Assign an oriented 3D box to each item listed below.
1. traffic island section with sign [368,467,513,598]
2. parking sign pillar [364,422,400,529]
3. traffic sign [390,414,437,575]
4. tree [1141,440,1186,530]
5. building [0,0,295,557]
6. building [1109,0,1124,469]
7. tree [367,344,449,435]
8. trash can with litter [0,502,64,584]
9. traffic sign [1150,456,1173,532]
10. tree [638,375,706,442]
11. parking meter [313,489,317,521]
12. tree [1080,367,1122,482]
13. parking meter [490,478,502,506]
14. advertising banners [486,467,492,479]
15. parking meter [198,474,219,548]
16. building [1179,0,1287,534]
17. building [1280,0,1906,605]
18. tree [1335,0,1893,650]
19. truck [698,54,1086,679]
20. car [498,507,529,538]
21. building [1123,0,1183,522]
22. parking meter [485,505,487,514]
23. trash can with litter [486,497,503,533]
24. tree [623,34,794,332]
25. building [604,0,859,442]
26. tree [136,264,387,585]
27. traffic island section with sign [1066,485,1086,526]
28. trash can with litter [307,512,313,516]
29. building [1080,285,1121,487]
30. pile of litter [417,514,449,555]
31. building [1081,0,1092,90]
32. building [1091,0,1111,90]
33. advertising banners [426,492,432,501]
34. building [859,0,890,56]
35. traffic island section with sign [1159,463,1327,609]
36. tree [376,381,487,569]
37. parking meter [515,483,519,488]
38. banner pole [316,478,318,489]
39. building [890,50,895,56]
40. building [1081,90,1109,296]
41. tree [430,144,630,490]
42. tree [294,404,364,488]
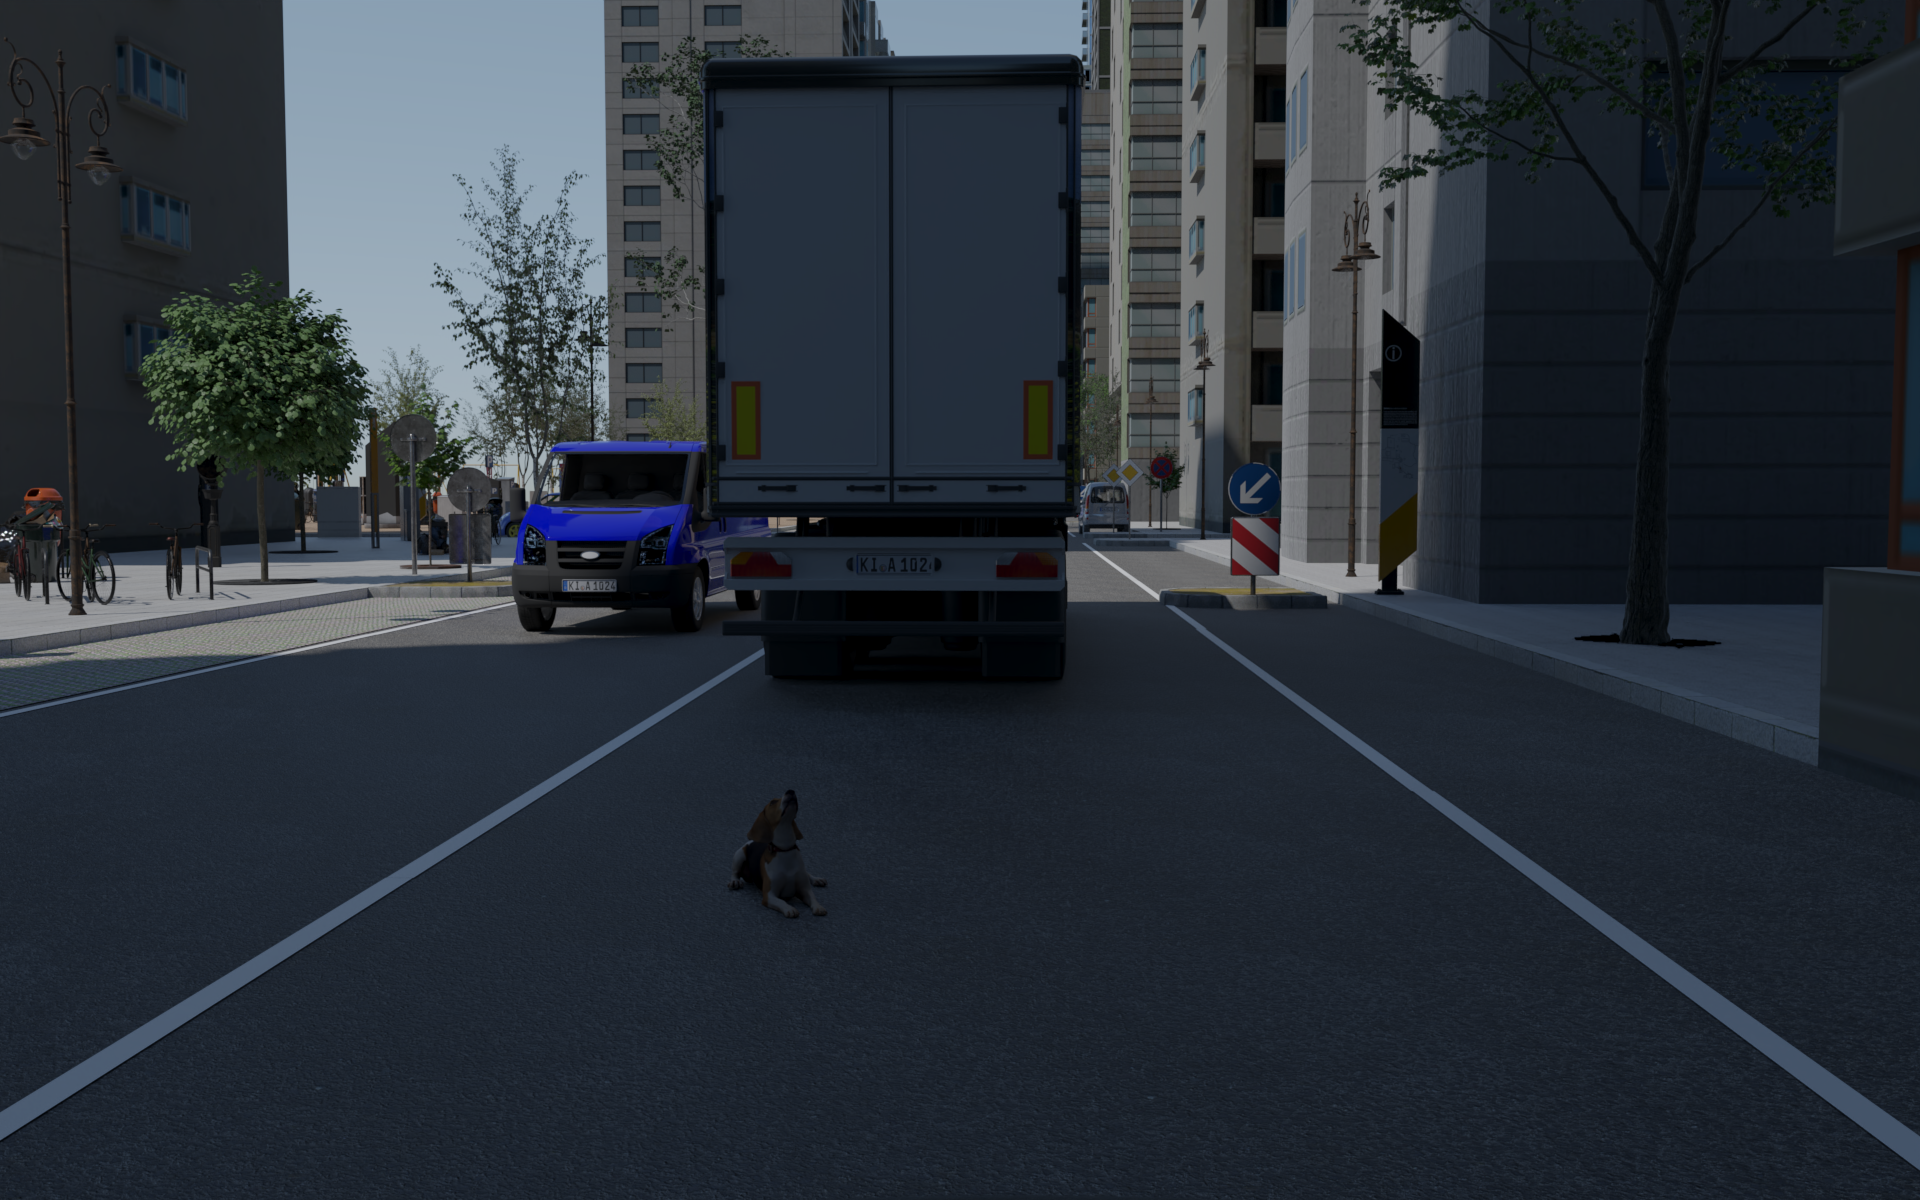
[{"bbox_3d":[-7.119,-0.981,24.674,1.989,1.847,2.006,0,4,2],"label":"traffic island section with sign"},{"bbox_3d":[-21.550,-4.666,64.760,1.447,3.967,1.447,1,4,17],"label":"parking sign pillar"},{"bbox_3d":[-8.690,-1.677,27.525,0.768,2.556,0.104,0,4,5],"label":"traffic sign"},{"bbox_3d":[7.327,-4.149,62.442,1.663,3.219,1.824,0,3,0],"label":"tree"},{"bbox_3d":[-28.888,-25.173,35.276,21.600,48.544,21.300,0,4,2],"label":"building"},{"bbox_3d":[24.267,-32.274,116.918,28.713,52.752,27.495,0,4,2],"label":"building"},{"bbox_3d":[-27.026,-8.182,84.131,4.737,8.622,4.395,0,3,0],"label":"tree"},{"bbox_3d":[-13.533,-0.830,24.950,1.055,1.170,0.624,-3,4,-37],"label":"trash can with litter"},{"bbox_3d":[6.826,-3.584,58.710,0.768,2.556,0.104,0,4,8],"label":"traffic sign"},{"bbox_3d":[-17.943,-9.658,108.273,4.737,8.622,4.395,0,3,0],"label":"tree"},{"bbox_3d":[-30.121,-4.450,81.173,0.372,1.533,0.369,0,3,0],"label":"parking meter"},{"bbox_3d":[8.308,-9.120,99.480,4.360,8.622,3.978,0,3,0],"label":"tree"},{"bbox_3d":[-17.059,-3.547,63.709,0.399,1.863,0.255,0,4,7],"label":"parking meter"},{"bbox_3d":[-28.807,-6.850,108.181,2.074,3.025,0.090,2,4,27],"label":"advertising banners"},{"bbox_3d":[-17.476,-2.114,40.273,0.399,1.863,0.255,-3,4,-37],"label":"parking meter"},{"bbox_3d":[19.371,-26.996,65.080,21.600,48.544,21.300,0,4,2],"label":"building"},{"bbox_3d":[16.985,-29.971,32.033,21.231,58.520,28.212,0,4,2],"label":"building"},{"bbox_3d":[6.015,-5.423,14.427,9.928,11.665,9.643,0,3,0],"label":"tree"},{"bbox_3d":[-0.169,-1.700,16.716,2.839,4.237,11.283,0,4,3],"label":"truck"},{"bbox_3d":[-12.231,-2.646,52.854,3.694,1.707,1.945,0,4,3],"label":"car"},{"bbox_3d":[14.981,-24.575,85.402,14.154,41.232,14.086,0,4,2],"label":"building"},{"bbox_3d":[-27.684,-5.701,101.622,0.372,1.533,0.369,0,3,0],"label":"parking meter"},{"bbox_3d":[-15.488,-2.804,57.227,0.624,1.170,1.055,-2,4,-31],"label":"trash can with litter"},{"bbox_3d":[-7.391,-13.081,69.770,12.611,20.169,13.585,0,3,0],"label":"tree"},{"bbox_3d":[-16.632,-43.049,142.108,20.563,71.187,20.611,0,4,2],"label":"building"},{"bbox_3d":[-10.069,-2.522,24.953,4.285,4.588,4.351,0,3,0],"label":"tree"},{"bbox_3d":[5.484,-4.346,79.686,1.989,1.847,2.006,0,4,2],"label":"traffic island section with sign"},{"bbox_3d":[-37.132,-5.406,99.773,1.055,1.170,0.624,1,4,8],"label":"trash can with litter"},{"bbox_3d":[24.605,-19.107,157.439,27.650,21.520,28.899,0,4,2],"label":"building"},{"bbox_3d":[-10.922,-1.408,36.987,1.176,0.858,1.719,3,5,39],"label":"pile of litter"},{"bbox_3d":[25.379,-57.447,251.933,22.319,86.520,31.000,0,4,2],"label":"building"},{"bbox_3d":[23.167,-46.270,194.764,20.563,71.187,20.611,0,4,2],"label":"building"},{"bbox_3d":[-27.690,-5.713,89.594,0.090,3.025,2.074,0,4,1],"label":"advertising banners"},{"bbox_3d":[-17.452,-33.560,168.309,23.786,49.044,30.456,0,4,2],"label":"building"},{"bbox_3d":[3.639,-0.857,22.643,1.989,1.847,2.006,0,4,2],"label":"traffic island section with sign"},{"bbox_3d":[-9.290,-2.159,29.907,1.663,3.219,1.824,0,3,0],"label":"tree"},{"bbox_3d":[-22.681,-5.060,88.447,0.255,1.863,0.399,1,4,8],"label":"parking meter"},{"bbox_3d":[-46.990,-8.403,127.410,0.863,3.779,0.401,0,4,4],"label":"banner pole"},{"bbox_3d":[-15.491,-34.896,194.254,21.300,48.544,21.600,0,4,2],"label":"building"},{"bbox_3d":[19.117,-30.268,178.477,14.154,41.232,14.086,0,4,2],"label":"building"},{"bbox_3d":[-8.994,-5.277,36.643,4.360,8.622,3.978,0,3,0],"label":"tree"},{"bbox_3d":[-27.909,-7.367,70.815,4.737,8.622,4.395,0,3,0],"label":"tree"}]
